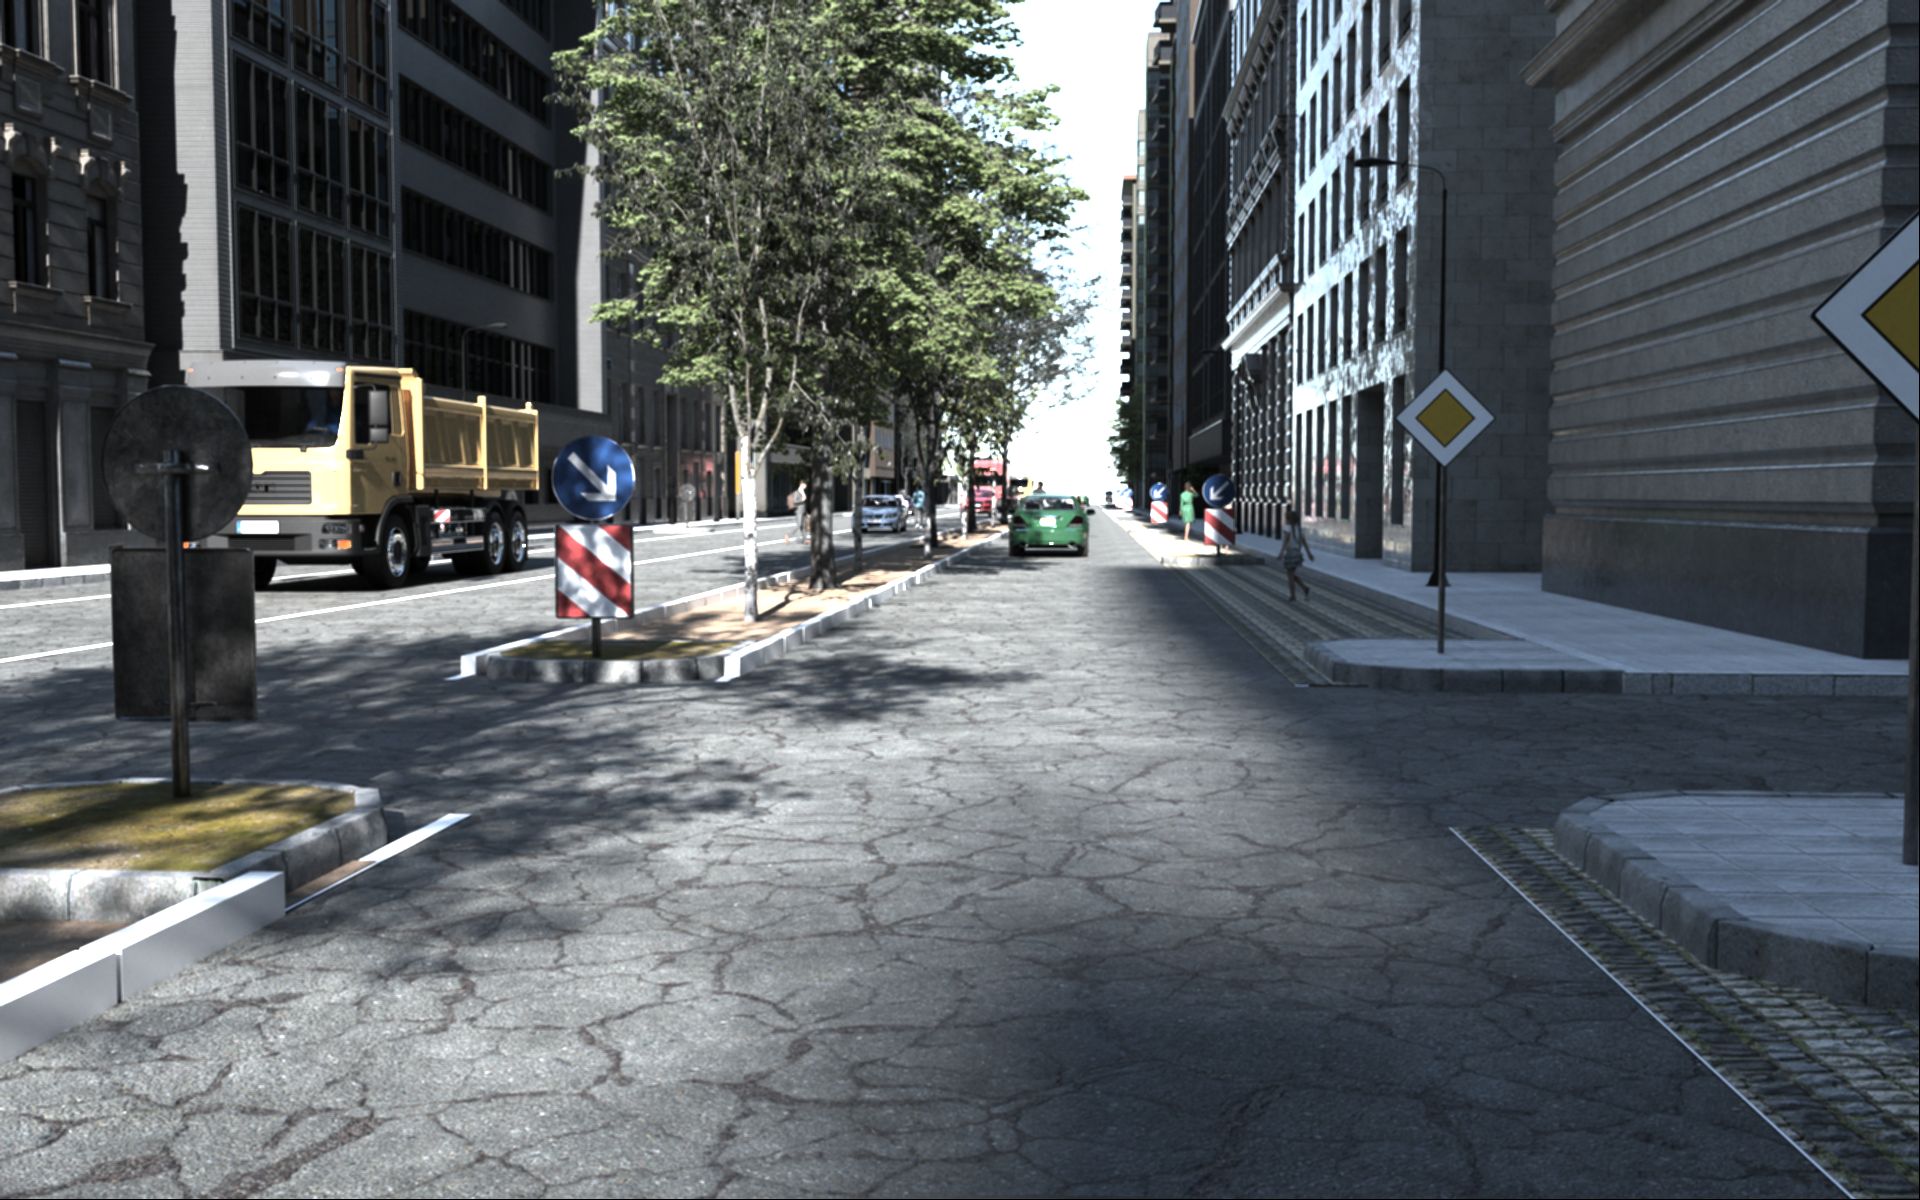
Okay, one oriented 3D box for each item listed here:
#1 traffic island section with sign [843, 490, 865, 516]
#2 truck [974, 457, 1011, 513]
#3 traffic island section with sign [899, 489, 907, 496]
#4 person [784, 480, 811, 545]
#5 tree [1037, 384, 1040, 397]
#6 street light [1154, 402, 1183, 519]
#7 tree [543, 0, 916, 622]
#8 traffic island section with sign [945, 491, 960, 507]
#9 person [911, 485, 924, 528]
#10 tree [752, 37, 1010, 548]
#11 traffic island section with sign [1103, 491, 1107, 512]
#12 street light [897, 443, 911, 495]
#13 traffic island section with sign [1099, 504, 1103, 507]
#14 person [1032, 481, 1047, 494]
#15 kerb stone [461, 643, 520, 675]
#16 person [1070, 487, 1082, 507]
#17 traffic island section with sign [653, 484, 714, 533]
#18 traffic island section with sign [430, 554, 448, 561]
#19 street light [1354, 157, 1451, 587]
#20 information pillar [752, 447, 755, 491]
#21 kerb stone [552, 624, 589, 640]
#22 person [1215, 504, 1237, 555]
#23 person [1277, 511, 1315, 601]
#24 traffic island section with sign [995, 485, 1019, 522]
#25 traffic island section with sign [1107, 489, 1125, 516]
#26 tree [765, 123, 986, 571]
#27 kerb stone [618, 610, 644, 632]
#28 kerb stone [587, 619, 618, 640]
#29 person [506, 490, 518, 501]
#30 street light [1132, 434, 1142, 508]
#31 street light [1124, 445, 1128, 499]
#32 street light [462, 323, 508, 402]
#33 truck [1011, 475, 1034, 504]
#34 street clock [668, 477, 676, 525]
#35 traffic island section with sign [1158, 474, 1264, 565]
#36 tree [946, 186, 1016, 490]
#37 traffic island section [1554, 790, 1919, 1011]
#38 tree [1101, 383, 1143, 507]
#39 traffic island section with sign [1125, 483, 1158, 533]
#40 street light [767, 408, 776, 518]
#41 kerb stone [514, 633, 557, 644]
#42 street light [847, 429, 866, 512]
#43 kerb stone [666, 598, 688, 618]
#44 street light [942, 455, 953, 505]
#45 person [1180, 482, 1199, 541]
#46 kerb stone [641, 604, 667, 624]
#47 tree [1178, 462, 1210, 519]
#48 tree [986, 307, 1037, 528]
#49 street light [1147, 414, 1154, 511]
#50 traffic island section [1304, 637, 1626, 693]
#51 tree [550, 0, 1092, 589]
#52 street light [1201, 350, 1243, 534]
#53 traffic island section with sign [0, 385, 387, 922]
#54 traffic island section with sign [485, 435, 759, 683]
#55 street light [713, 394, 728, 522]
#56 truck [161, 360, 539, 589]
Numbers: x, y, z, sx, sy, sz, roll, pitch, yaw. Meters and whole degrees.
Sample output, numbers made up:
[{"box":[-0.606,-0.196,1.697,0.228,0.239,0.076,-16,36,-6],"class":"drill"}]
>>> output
[{"box":[-6.658,-6.511,115.080,1.989,1.847,2.006,0,4,4],"class":"traffic island section with sign"},{"box":[2.461,-8.923,134.801,2.839,4.237,11.283,0,4,5],"class":"truck"},{"box":[-4.684,-8.155,141.964,1.989,1.847,2.006,0,4,4],"class":"traffic island section with sign"},{"box":[-4.564,-2.494,49.249,0.822,1.834,0.622,0,4,5],"class":"person"},{"box":[1.368,-7.305,72.248,4.737,8.622,4.395,0,3,0],"class":"tree"},{"box":[10.709,-7.042,87.673,1.470,5.913,1.316,0,4,4],"class":"street light"},{"box":[-2.340,-4.042,18.906,4.360,8.622,3.978,0,3,0],"class":"tree"},{"box":[-0.652,-11.533,197.184,1.989,1.847,2.006,0,4,4],"class":"traffic island section with sign"},{"box":[-1.734,-3.959,73.254,0.660,1.820,0.620,-1,4,-12],"class":"person"},{"box":[-0.787,-8.134,45.820,12.009,13.543,11.850,0,3,0],"class":"tree"},{"box":[12.812,-8.063,140.450,1.989,1.847,2.006,0,4,4],"class":"traffic island section with sign"},{"box":[-5.079,-11.249,156.459,1.470,5.913,1.316,0,4,4],"class":"street light"},{"box":[16.874,-11.455,195.910,1.989,1.847,2.006,0,4,4],"class":"traffic island section with sign"},{"box":[2.433,-2.861,55.080,0.655,1.846,0.447,-2,4,-32],"class":"person"},{"box":[-3.852,0.489,14.198,0.120,0.150,1.000,0,4,4],"class":"kerb stone"},{"box":[5.140,-4.218,78.139,0.731,1.740,0.598,1,4,10],"class":"person"},{"box":[-10.305,-3.449,65.012,1.989,1.847,2.006,0,4,4],"class":"traffic island section with sign"},{"box":[-12.305,-1.779,37.717,1.989,1.847,2.006,0,4,4],"class":"traffic island section with sign"},{"box":[6.134,-3.149,24.033,1.470,5.913,1.316,0,4,4],"class":"street light"},{"box":[-10.310,-5.811,86.360,0.183,3.616,0.504,0,4,0],"class":"information pillar"},{"box":[-3.704,0.364,16.242,0.120,0.150,1.000,0,4,4],"class":"kerb stone"},{"box":[6.176,-1.630,40.172,0.505,1.210,0.382,-2,4,-35],"class":"person"},{"box":[4.430,-0.577,22.950,0.505,1.210,0.382,-3,5,-44],"class":"person"},{"box":[2.664,-4.950,89.068,2.006,1.907,1.989,0,4,4],"class":"traffic island section with sign"},{"box":[10.848,-6.415,113.521,1.989,1.847,2.006,0,4,4],"class":"traffic island section with sign"},{"box":[-1.909,-4.848,32.086,4.737,8.622,4.395,0,3,0],"class":"tree"},{"box":[-3.554,0.238,18.306,0.120,0.150,1.000,0,4,4],"class":"kerb stone"},{"box":[-3.631,0.301,17.270,0.120,0.150,1.000,0,4,4],"class":"kerb stone"},{"box":[-11.615,-2.208,44.813,0.699,1.804,1.509,-1,4,-8],"class":"person"},{"box":[14.132,-9.828,133.225,1.470,5.913,1.316,0,4,4],"class":"street light"},{"box":[16.316,-11.775,165.069,1.470,5.913,1.316,0,4,4],"class":"street light"},{"box":[-13.006,-4.574,47.332,1.470,5.913,1.316,0,4,4],"class":"street light"},{"box":[6.194,-11.318,180.974,3.469,3.379,9.791,0,4,5],"class":"truck"},{"box":[-11.961,-4.121,71.941,0.358,2.002,0.471,0,4,4],"class":"street clock"},{"box":[5.158,-1.649,35.582,1.989,1.847,2.006,0,4,4],"class":"traffic island section with sign"},{"box":[-0.715,-5.190,37.673,4.360,8.622,3.978,0,3,0],"class":"tree"},{"box":[3.316,0.995,6.016,2.009,0.180,2.903,0,4,4],"class":"traffic island section"},{"box":[18.142,-15.753,175.692,7.486,12.596,7.792,0,3,0],"class":"tree"},{"box":[7.200,-3.370,63.728,1.989,1.847,2.006,0,4,4],"class":"traffic island section with sign"},{"box":[-9.688,-7.293,91.782,1.470,5.913,1.316,0,4,4],"class":"street light"},{"box":[-3.773,0.427,15.221,0.120,0.150,1.000,0,4,4],"class":"kerb stone"},{"box":[-7.439,-9.280,124.273,1.470,5.913,1.316,0,4,4],"class":"street light"},{"box":[-3.395,0.115,20.353,0.120,0.150,1.000,0,4,4],"class":"kerb stone"},{"box":[-1.447,-14.332,206.874,1.470,5.913,1.316,0,4,4],"class":"street light"},{"box":[6.906,-2.681,52.588,0.600,1.795,0.529,2,4,32],"class":"person"},{"box":[-3.481,0.175,19.329,0.120,0.150,1.000,0,4,4],"class":"kerb stone"},{"box":[12.155,-5.881,90.760,1.663,3.219,1.824,0,3,0],"class":"tree"},{"box":[0.113,-6.266,55.277,4.737,8.622,4.395,0,3,0],"class":"tree"},{"box":[11.618,-7.849,100.880,1.470,5.913,1.316,0,4,4],"class":"street light"},{"box":[3.898,0.508,13.980,2.009,0.180,2.903,0,4,4],"class":"traffic island section"},{"box":[-1.980,-6.402,25.249,7.486,12.596,7.792,0,3,0],"class":"tree"},{"box":[8.438,-5.095,55.852,1.470,5.913,1.316,0,4,4],"class":"street light"},{"box":[-3.353,0.085,6.741,2.006,1.907,1.989,0,4,4],"class":"traffic island section with sign"},{"box":[-2.804,-0.366,14.128,2.006,1.907,1.989,0,4,4],"class":"traffic island section with sign"},{"box":[-10.618,-6.520,79.145,1.470,5.913,1.316,0,4,4],"class":"street light"},{"box":[-9.571,-1.977,28.244,3.469,3.379,9.791,0,4,4],"class":"truck"}]
